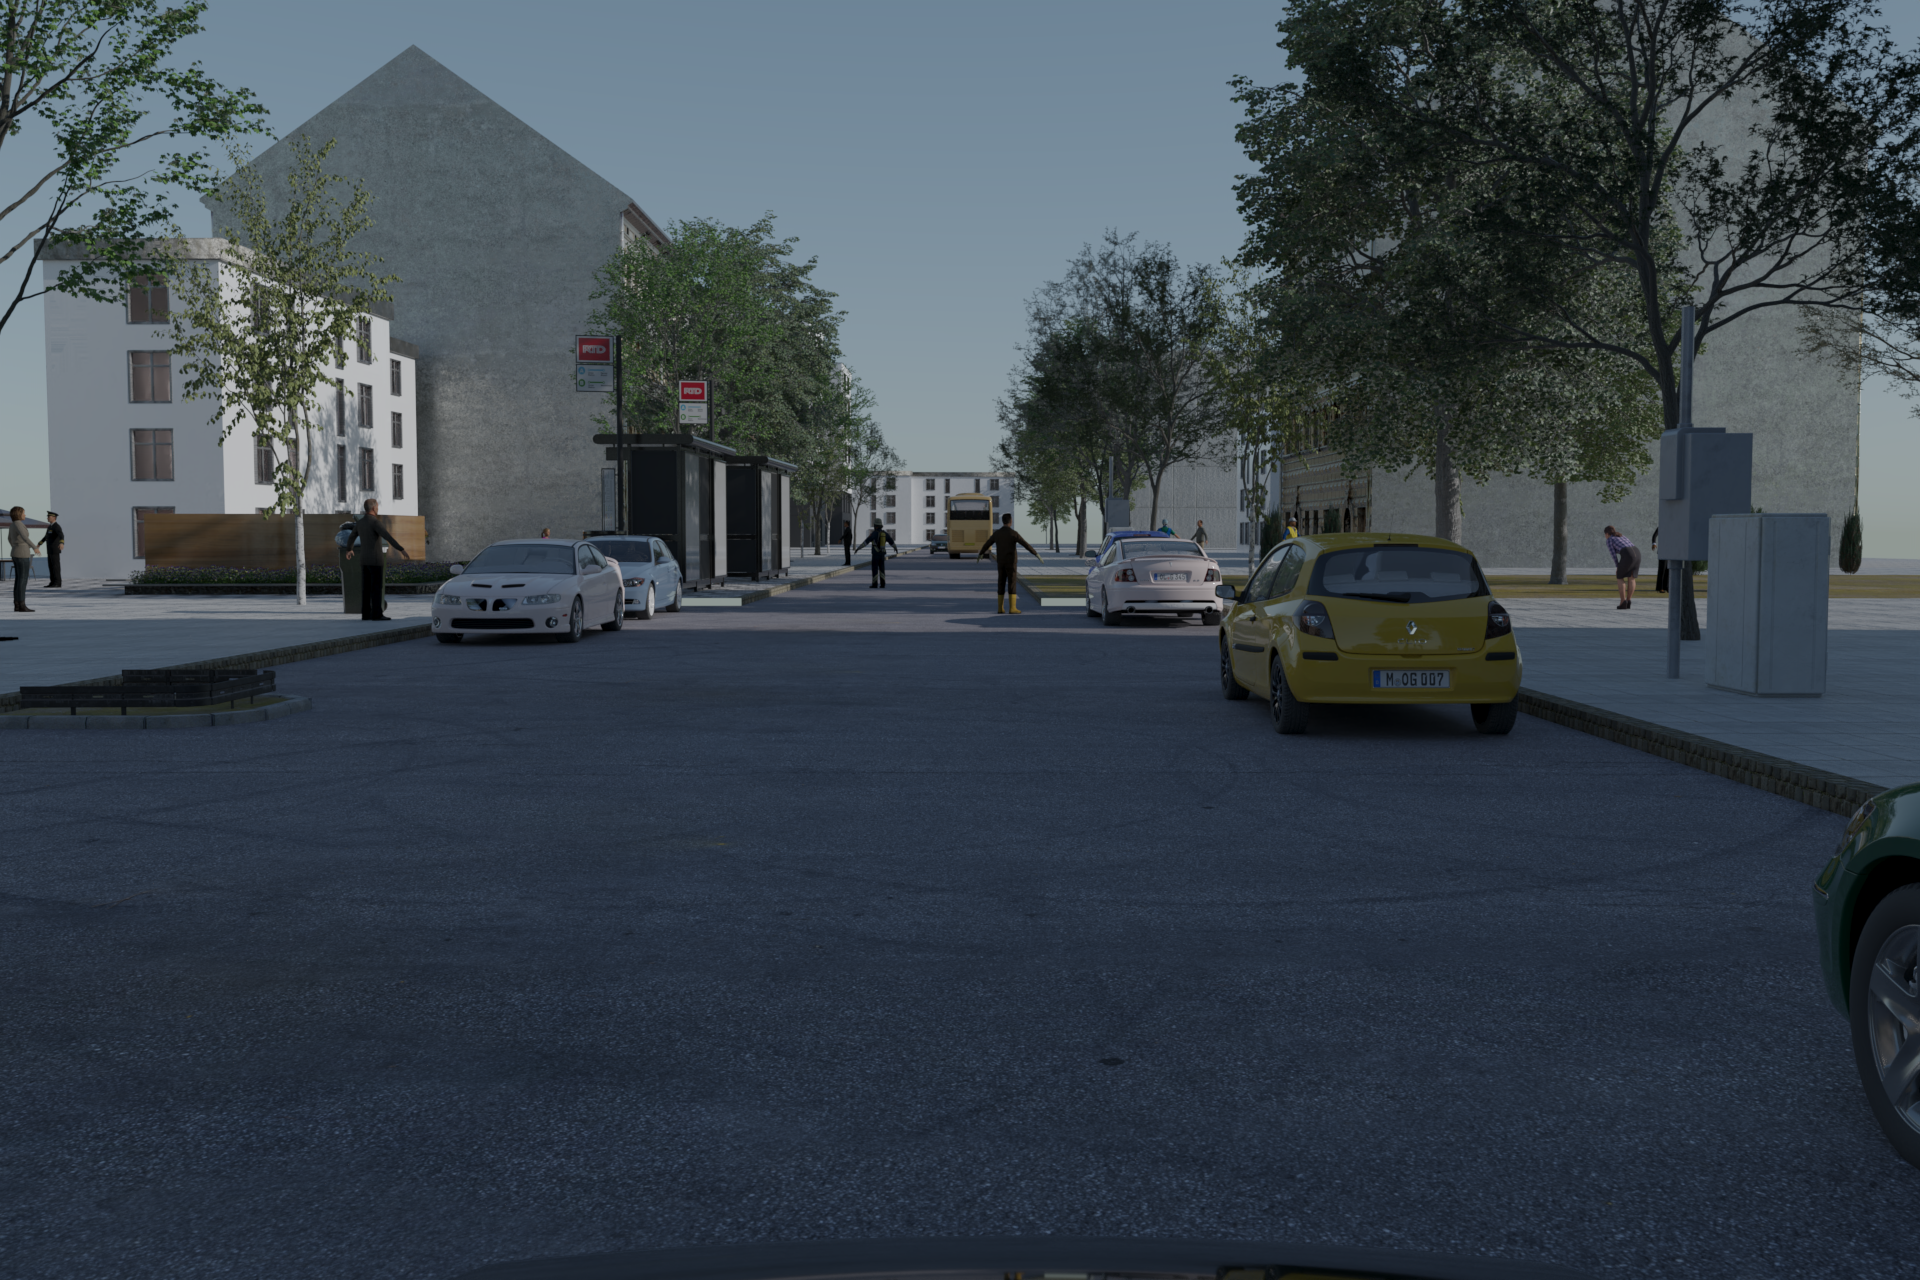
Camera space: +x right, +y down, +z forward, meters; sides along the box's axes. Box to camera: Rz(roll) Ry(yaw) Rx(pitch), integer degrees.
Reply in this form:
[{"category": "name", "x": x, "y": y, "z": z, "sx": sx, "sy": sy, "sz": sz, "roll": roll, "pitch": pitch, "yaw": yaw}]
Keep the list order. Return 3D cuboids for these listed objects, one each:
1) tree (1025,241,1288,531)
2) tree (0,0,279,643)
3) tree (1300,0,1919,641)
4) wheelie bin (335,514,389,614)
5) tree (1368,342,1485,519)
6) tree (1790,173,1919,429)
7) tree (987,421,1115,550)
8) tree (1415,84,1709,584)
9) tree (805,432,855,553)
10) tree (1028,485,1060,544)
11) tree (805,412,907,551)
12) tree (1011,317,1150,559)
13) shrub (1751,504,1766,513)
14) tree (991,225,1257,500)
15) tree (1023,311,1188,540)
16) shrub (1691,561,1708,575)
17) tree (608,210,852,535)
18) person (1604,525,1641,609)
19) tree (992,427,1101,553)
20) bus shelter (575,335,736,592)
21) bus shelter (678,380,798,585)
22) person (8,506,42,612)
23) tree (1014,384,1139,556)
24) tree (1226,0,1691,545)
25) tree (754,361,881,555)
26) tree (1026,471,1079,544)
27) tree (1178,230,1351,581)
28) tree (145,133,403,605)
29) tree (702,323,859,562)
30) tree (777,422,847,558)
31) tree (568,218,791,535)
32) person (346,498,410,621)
[{"category": "tree", "x": 6.223, "y": -7.449, "z": 56.205, "sx": 8.767, "sy": 10.594, "sz": 7.601, "roll": 0, "pitch": 4, "yaw": 5}, {"category": "tree", "x": -12.003, "y": -5.791, "z": 20.445, "sx": 9.928, "sy": 11.665, "sz": 9.643, "roll": 0, "pitch": 3, "yaw": 0}, {"category": "tree", "x": 8.692, "y": -5.295, "z": 20.987, "sx": 8.767, "sy": 10.594, "sz": 7.601, "roll": -2, "pitch": 4, "yaw": -24}, {"category": "wheelie bin", "x": -9.681, "y": -1.230, "z": 28.021, "sx": 0.693, "sy": 1.594, "sz": 0.980, "roll": 0, "pitch": 4, "yaw": 0}, {"category": "tree", "x": 14.490, "y": -6.199, "z": 51.714, "sx": 4.737, "sy": 8.622, "sz": 4.395, "roll": 0, "pitch": 3, "yaw": 0}, {"category": "tree", "x": 27.038, "y": -8.205, "z": 44.527, "sx": 12.009, "sy": 13.543, "sz": 11.850, "roll": 0, "pitch": 3, "yaw": 0}, {"category": "tree", "x": 7.289, "y": -13.897, "z": 137.582, "sx": 12.009, "sy": 13.543, "sz": 11.850, "roll": 0, "pitch": 3, "yaw": 0}, {"category": "tree", "x": 15.252, "y": -7.723, "z": 44.405, "sx": 7.486, "sy": 12.596, "sz": 7.792, "roll": 0, "pitch": 3, "yaw": 0}, {"category": "tree", "x": -8.810, "y": -10.118, "z": 115.785, "sx": 4.360, "sy": 8.622, "sz": 3.978, "roll": 0, "pitch": 3, "yaw": 0}, {"category": "tree", "x": 10.995, "y": -16.794, "z": 224.947, "sx": 4.737, "sy": 8.622, "sz": 4.395, "roll": 0, "pitch": 3, "yaw": 0}, {"category": "tree", "x": -8.191, "y": -12.150, "z": 133.066, "sx": 8.767, "sy": 10.594, "sz": 7.601, "roll": 0, "pitch": 4, "yaw": 1}, {"category": "tree", "x": 6.086, "y": -10.557, "z": 90.741, "sx": 7.486, "sy": 12.596, "sz": 7.792, "roll": 0, "pitch": 3, "yaw": 0}, {"category": "shrub", "x": 17.604, "y": -2.132, "z": 38.896, "sx": 1.661, "sy": 2.075, "sz": 1.752, "roll": 0, "pitch": 3, "yaw": 0}, {"category": "tree", "x": 6.584, "y": -9.679, "z": 68.623, "sx": 12.009, "sy": 13.543, "sz": 11.850, "roll": 0, "pitch": 3, "yaw": 0}, {"category": "tree", "x": 6.719, "y": -9.446, "z": 80.195, "sx": 9.928, "sy": 11.665, "sz": 9.643, "roll": 0, "pitch": 3, "yaw": 0}, {"category": "shrub", "x": 22.723, "y": -3.023, "z": 53.848, "sx": 1.690, "sy": 2.028, "sz": 1.600, "roll": 0, "pitch": 3, "yaw": 0}, {"category": "tree", "x": -9.038, "y": -9.850, "z": 67.696, "sx": 9.857, "sy": 13.997, "sz": 8.962, "roll": 0, "pitch": 3, "yaw": 0}, {"category": "person", "x": 11.253, "y": -1.238, "z": 29.512, "sx": 0.421, "sy": 1.427, "sz": 0.697, "roll": -2, "pitch": 4, "yaw": -27}, {"category": "tree", "x": 6.444, "y": -11.289, "z": 118.993, "sx": 7.601, "sy": 10.594, "sz": 8.767, "roll": 2, "pitch": 4, "yaw": 32}, {"category": "bus shelter", "x": -6.603, "y": -3.672, "z": 37.663, "sx": 2.179, "sy": 5.291, "sz": 8.768, "roll": 0, "pitch": 4, "yaw": 1}, {"category": "bus shelter", "x": -6.137, "y": -4.293, "z": 47.819, "sx": 2.179, "sy": 5.291, "sz": 8.768, "roll": 0, "pitch": 4, "yaw": 2}, {"category": "person", "x": -15.403, "y": -1.332, "z": 28.540, "sx": 1.215, "sy": 1.744, "sz": 0.721, "roll": 3, "pitch": 5, "yaw": 45}, {"category": "tree", "x": 7.093, "y": -10.871, "z": 103.499, "sx": 9.928, "sy": 11.665, "sz": 9.643, "roll": 0, "pitch": 3, "yaw": 0}, {"category": "tree", "x": 9.556, "y": -7.751, "z": 33.377, "sx": 9.857, "sy": 13.997, "sz": 8.962, "roll": 0, "pitch": 3, "yaw": 0}, {"category": "tree", "x": -8.643, "y": -10.925, "z": 104.381, "sx": 9.928, "sy": 11.665, "sz": 9.643, "roll": 0, "pitch": 3, "yaw": 0}, {"category": "tree", "x": 12.578, "y": -19.143, "z": 231.111, "sx": 7.486, "sy": 12.596, "sz": 7.792, "roll": 0, "pitch": 3, "yaw": 0}, {"category": "tree", "x": 7.507, "y": -5.664, "z": 42.964, "sx": 4.737, "sy": 8.622, "sz": 4.395, "roll": 0, "pitch": 3, "yaw": 0}, {"category": "tree", "x": -12.165, "y": -4.936, "z": 31.067, "sx": 4.737, "sy": 8.622, "sz": 4.395, "roll": 0, "pitch": 3, "yaw": 0}, {"category": "tree", "x": -8.403, "y": -9.465, "z": 80.506, "sx": 9.928, "sy": 11.665, "sz": 9.643, "roll": 0, "pitch": 3, "yaw": 0}, {"category": "tree", "x": -8.246, "y": -8.705, "z": 92.691, "sx": 4.737, "sy": 8.622, "sz": 4.395, "roll": 0, "pitch": 3, "yaw": 0}, {"category": "tree", "x": -9.278, "y": -8.025, "z": 56.967, "sx": 9.928, "sy": 11.665, "sz": 9.643, "roll": 0, "pitch": 3, "yaw": 0}, {"category": "person", "x": -8.699, "y": -1.193, "z": 25.691, "sx": 1.348, "sy": 1.807, "sz": 0.705, "roll": 2, "pitch": 4, "yaw": 32}]
